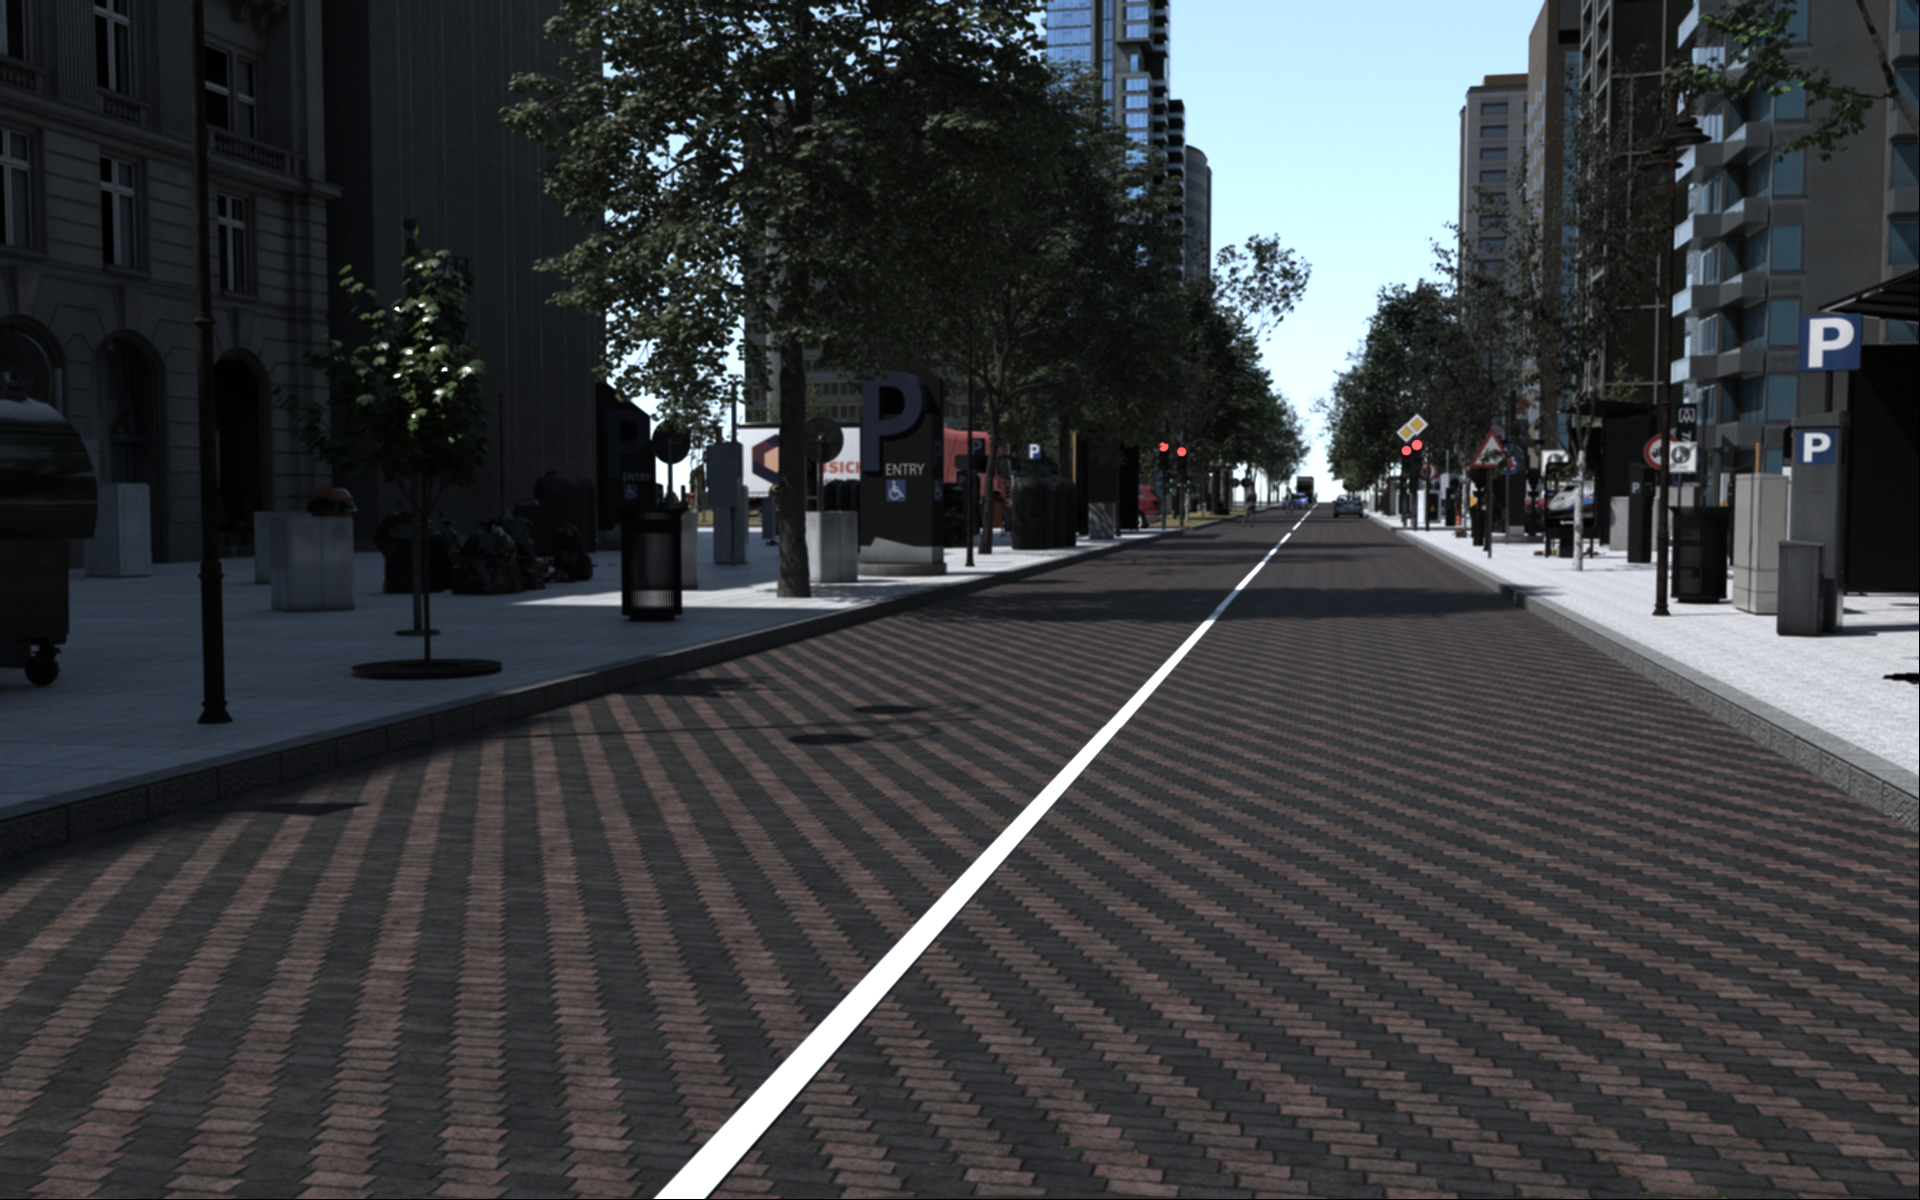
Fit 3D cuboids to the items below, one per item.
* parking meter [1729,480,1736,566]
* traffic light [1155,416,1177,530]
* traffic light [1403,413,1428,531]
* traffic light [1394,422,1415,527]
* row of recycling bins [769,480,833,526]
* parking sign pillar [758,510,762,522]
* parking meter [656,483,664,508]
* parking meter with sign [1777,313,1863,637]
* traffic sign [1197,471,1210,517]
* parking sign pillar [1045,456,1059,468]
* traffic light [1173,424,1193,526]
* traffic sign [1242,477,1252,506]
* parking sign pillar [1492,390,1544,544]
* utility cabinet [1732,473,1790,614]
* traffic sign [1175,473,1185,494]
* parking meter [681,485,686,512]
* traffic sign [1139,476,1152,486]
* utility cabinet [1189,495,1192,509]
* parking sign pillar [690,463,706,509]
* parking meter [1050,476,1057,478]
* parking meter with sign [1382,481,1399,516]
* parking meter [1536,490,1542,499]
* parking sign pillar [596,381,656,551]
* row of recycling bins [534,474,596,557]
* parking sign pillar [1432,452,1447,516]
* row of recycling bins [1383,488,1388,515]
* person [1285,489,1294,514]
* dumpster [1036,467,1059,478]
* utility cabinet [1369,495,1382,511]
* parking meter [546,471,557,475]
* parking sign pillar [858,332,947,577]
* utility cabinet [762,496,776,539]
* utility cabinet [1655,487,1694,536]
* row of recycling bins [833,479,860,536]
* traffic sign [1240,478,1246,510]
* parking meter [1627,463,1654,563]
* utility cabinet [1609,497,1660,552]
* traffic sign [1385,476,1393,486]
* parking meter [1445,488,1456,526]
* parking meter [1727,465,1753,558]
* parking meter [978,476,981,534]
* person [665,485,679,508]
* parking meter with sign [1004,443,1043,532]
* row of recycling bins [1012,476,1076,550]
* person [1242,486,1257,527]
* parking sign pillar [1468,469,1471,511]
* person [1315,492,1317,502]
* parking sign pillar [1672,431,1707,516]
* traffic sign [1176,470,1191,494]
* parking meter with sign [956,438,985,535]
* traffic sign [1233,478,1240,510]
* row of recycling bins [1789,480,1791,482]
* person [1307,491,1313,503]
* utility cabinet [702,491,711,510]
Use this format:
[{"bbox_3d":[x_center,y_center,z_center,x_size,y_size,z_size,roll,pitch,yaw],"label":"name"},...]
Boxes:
[{"bbox_3d":[13.934,-1.373,30.865,0.372,1.533,0.369,0,3,0],"label":"parking meter"},{"bbox_3d":[7.325,-4.472,62.045,0.839,4.253,0.868,1,4,12],"label":"traffic light"},{"bbox_3d":[15.852,-4.364,60.266,0.839,4.253,0.868,1,4,12],"label":"traffic light"},{"bbox_3d":[17.503,-4.842,68.080,0.839,4.253,0.868,1,4,12],"label":"traffic light"},{"bbox_3d":[-5.424,-3.305,61.145,3.534,1.692,1.069,3,5,42],"label":"row of recycling bins"},{"bbox_3d":[-8.475,-5.526,78.830,1.447,3.967,1.447,0,4,5],"label":"parking sign pillar"},{"bbox_3d":[-15.813,-5.225,91.147,0.255,1.863,0.399,3,5,40],"label":"parking meter"},{"bbox_3d":[8.016,-1.220,16.205,0.543,3.016,1.738,2,4,32],"label":"parking meter with sign"},{"bbox_3d":[13.494,-5.869,96.058,0.768,2.556,0.104,1,4,20],"label":"traffic sign"},{"bbox_3d":[6.786,-8.290,124.018,1.447,3.967,1.447,0,4,-8],"label":"parking sign pillar"},{"bbox_3d":[8.976,-4.950,69.858,0.839,4.253,0.868,1,4,12],"label":"traffic light"},{"bbox_3d":[21.817,-8.052,131.752,0.768,2.556,0.104,1,4,21],"label":"traffic sign"},{"bbox_3d":[14.585,-3.480,45.374,1.447,3.967,1.447,1,4,16],"label":"parking sign pillar"},{"bbox_3d":[8.695,-0.619,18.800,0.318,1.500,1.173,1,4,13],"label":"utility cabinet"},{"bbox_3d":[10.544,-4.931,82.757,0.606,2.300,0.079,1,4,20],"label":"traffic sign"},{"bbox_3d":[-17.890,-6.500,111.983,0.255,1.863,0.399,0,4,-2],"label":"parking meter"},{"bbox_3d":[10.443,-6.007,98.219,0.884,2.594,0.081,1,4,21],"label":"traffic sign"},{"bbox_3d":[18.787,-7.962,141.338,0.306,1.237,1.020,2,4,29],"label":"utility cabinet"},{"bbox_3d":[-22.399,-9.758,148.021,1.447,3.967,1.447,1,4,18],"label":"parking sign pillar"},{"bbox_3d":[3.106,-3.148,57.188,0.255,1.863,0.399,1,4,14],"label":"parking meter"},{"bbox_3d":[25.647,-6.460,101.878,1.738,3.016,0.543,2,4,34],"label":"parking meter with sign"},{"bbox_3d":[39.706,-6.748,118.735,0.372,1.533,0.369,0,3,0],"label":"parking meter"},{"bbox_3d":[-7.682,-3.145,39.890,1.447,3.967,1.447,-2,4,-35],"label":"parking sign pillar"},{"bbox_3d":[-8.400,-1.813,36.754,1.069,1.692,3.534,0,4,-4],"label":"row of recycling bins"},{"bbox_3d":[28.090,-6.967,102.389,1.447,3.967,1.447,0,4,-3],"label":"parking sign pillar"},{"bbox_3d":[26.274,-6.011,105.391,1.069,1.692,3.534,1,4,13],"label":"row of recycling bins"},{"bbox_3d":[23.304,-6.950,122.113,0.794,1.824,0.713,3,4,36],"label":"person"},{"bbox_3d":[3.156,-3.673,62.548,1.502,2.255,1.985,1,4,12],"label":"dumpster"},{"bbox_3d":[32.446,-7.585,135.169,0.306,1.237,1.020,-3,5,-40],"label":"utility cabinet"},{"bbox_3d":[-10.477,-2.369,44.447,0.255,1.863,0.399,-1,4,-17],"label":"parking meter"},{"bbox_3d":[-0.925,-2.384,27.457,1.447,3.967,1.447,2,4,26],"label":"parking sign pillar"},{"bbox_3d":[-5.537,-2.382,50.115,0.306,1.237,1.020,0,4,0],"label":"utility cabinet"},{"bbox_3d":[21.647,-2.687,52.617,1.173,1.500,0.318,2,4,27],"label":"utility cabinet"},{"bbox_3d":[-1.958,-2.663,50.648,3.534,1.692,1.069,3,4,38],"label":"row of recycling bins"},{"bbox_3d":[22.363,-8.310,135.974,0.768,2.556,0.104,1,4,21],"label":"traffic sign"},{"bbox_3d":[12.629,-1.616,32.126,0.255,1.863,0.399,-2,4,-26],"label":"parking meter"},{"bbox_3d":[15.141,-1.694,38.853,1.020,1.237,0.306,2,4,32],"label":"utility cabinet"},{"bbox_3d":[30.343,-7.456,122.004,0.768,2.556,0.104,1,4,15],"label":"traffic sign"},{"bbox_3d":[19.458,-3.687,68.700,0.372,1.533,0.369,0,3,0],"label":"parking meter"},{"bbox_3d":[15.494,-1.757,34.436,0.399,1.863,0.255,0,4,4],"label":"parking meter"},{"bbox_3d":[0.513,-3.080,56.072,0.255,1.863,0.399,1,4,10],"label":"parking meter"},{"bbox_3d":[-12.063,-3.875,71.834,0.794,1.824,0.713,-2,4,-27],"label":"person"},{"bbox_3d":[2.120,-3.827,58.840,0.543,3.016,1.738,2,4,34],"label":"parking meter with sign"},{"bbox_3d":[1.987,-2.093,41.331,1.069,1.692,3.534,1,4,18],"label":"row of recycling bins"},{"bbox_3d":[12.537,-4.051,75.014,0.520,1.790,0.573,-2,4,-28],"label":"person"},{"bbox_3d":[39.171,-8.749,131.513,1.447,3.967,1.447,3,5,41],"label":"parking sign pillar"},{"bbox_3d":[61.194,-17.682,297.611,0.705,1.823,1.348,0,4,2],"label":"person"},{"bbox_3d":[30.931,-5.198,73.464,1.447,3.967,1.447,3,5,41],"label":"parking sign pillar"},{"bbox_3d":[9.401,-4.334,72.988,0.606,2.300,0.079,1,4,12],"label":"traffic sign"},{"bbox_3d":[0.178,-3.504,53.550,0.543,3.016,1.738,2,4,24],"label":"parking meter with sign"},{"bbox_3d":[21.754,-8.370,136.948,0.768,2.556,0.104,1,4,20],"label":"traffic sign"},{"bbox_3d":[20.680,-2.183,42.809,1.069,1.692,3.534,-2,4,-33],"label":"row of recycling bins"},{"bbox_3d":[53.280,-15.649,263.999,1.348,1.869,0.705,-1,4,-13],"label":"person"},{"bbox_3d":[-20.119,-7.854,137.096,0.318,1.500,1.173,3,5,45],"label":"utility cabinet"}]
